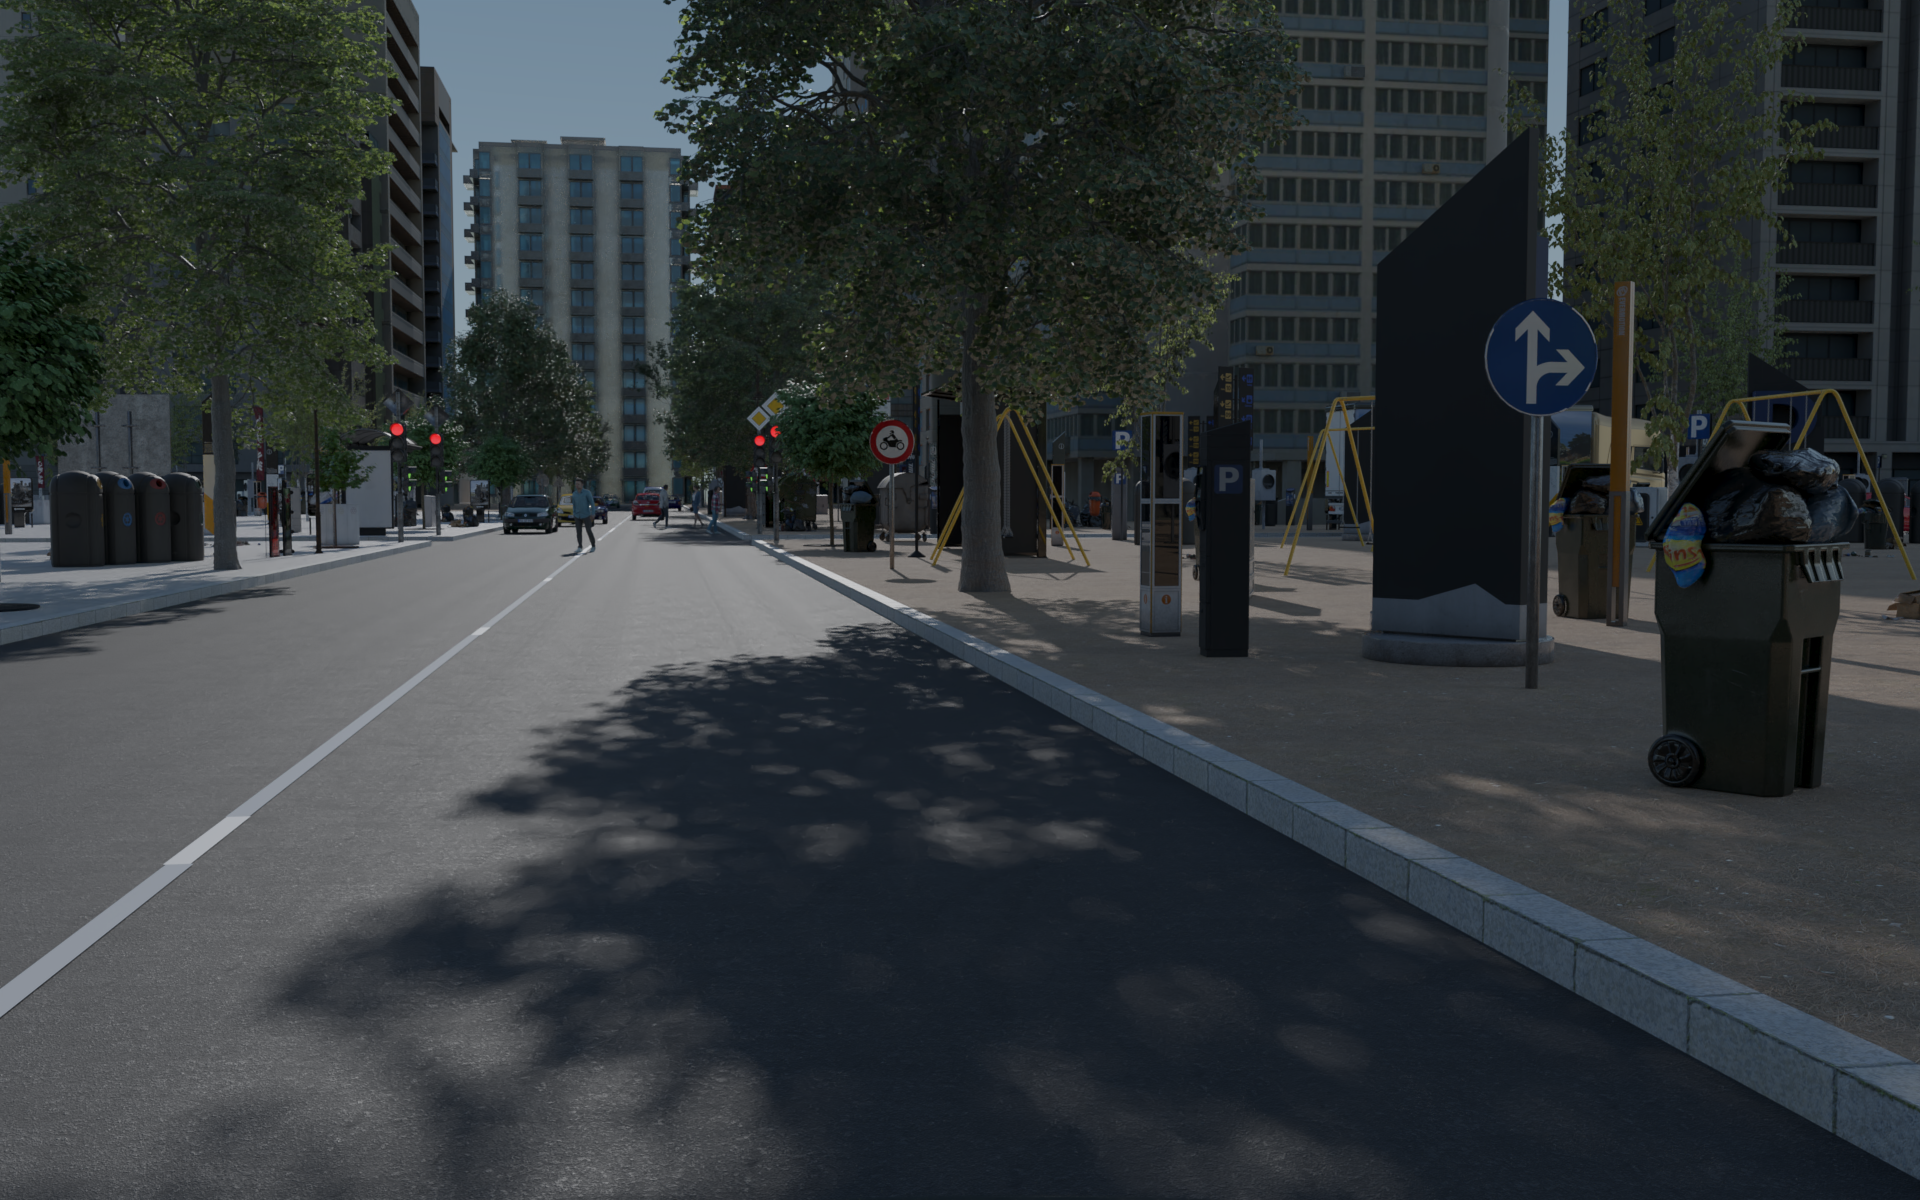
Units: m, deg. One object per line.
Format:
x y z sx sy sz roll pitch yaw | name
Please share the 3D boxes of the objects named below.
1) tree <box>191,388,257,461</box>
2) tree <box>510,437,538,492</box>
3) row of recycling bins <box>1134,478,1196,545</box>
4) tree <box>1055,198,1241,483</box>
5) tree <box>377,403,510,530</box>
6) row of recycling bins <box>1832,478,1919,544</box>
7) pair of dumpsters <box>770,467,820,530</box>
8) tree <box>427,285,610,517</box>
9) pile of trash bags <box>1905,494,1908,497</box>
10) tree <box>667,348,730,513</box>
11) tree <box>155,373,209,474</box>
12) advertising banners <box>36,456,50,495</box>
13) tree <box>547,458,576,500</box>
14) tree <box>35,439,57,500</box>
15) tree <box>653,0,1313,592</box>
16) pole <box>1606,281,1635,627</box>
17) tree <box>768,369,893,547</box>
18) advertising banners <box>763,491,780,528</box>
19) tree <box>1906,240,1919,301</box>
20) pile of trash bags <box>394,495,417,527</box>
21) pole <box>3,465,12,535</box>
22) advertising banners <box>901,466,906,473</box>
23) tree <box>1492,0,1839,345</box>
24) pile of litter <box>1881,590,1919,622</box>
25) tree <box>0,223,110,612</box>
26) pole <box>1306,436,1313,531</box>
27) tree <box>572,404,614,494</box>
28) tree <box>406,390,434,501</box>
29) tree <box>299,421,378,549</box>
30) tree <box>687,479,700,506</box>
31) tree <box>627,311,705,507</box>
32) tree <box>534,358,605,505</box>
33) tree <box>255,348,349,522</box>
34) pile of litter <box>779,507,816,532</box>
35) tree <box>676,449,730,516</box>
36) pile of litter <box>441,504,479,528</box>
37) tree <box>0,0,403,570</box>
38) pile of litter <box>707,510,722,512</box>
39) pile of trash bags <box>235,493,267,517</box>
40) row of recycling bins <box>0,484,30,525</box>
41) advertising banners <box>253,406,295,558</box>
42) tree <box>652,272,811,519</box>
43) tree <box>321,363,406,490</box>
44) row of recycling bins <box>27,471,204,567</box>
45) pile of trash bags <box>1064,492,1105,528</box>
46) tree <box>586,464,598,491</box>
-50.382 -10.326 119.191 4.360 8.622 3.978 0 3 0 | tree
-22.420 -6.186 84.853 4.285 4.588 4.351 0 3 0 | tree
5.990 -2.273 44.272 3.534 1.692 1.069 -2 4 -33 | row of recycling bins
4.278 -5.437 39.262 4.360 8.622 3.978 0 3 0 | tree
-19.384 -4.834 62.748 4.285 4.588 4.351 0 3 0 | tree
23.886 -2.346 45.476 3.534 1.692 1.069 2 4 29 | row of recycling bins
-6.040 -3.731 63.491 1.574 2.255 4.437 -1 4 -10 | pair of dumpsters
-24.949 -10.905 95.305 9.611 12.733 9.660 0 3 0 | tree
36.772 -3.507 67.095 1.912 1.369 3.447 3 5 41 | pile of trash bags
-16.427 -12.333 119.767 7.486 12.596 7.792 0 3 0 | tree
-46.429 -9.326 102.850 4.737 8.622 4.395 0 3 0 | tree
-41.840 -5.121 79.909 0.090 3.025 2.074 1 4 14 | advertising banners
-31.306 -11.295 135.030 4.737 8.622 4.395 0 3 0 | tree
-47.549 -8.749 93.405 4.737 8.622 4.395 0 3 0 | tree
0.328 -7.081 22.435 9.857 13.997 8.962 0 3 0 | tree
6.386 -1.400 16.740 0.158 3.312 0.155 0 3 0 | pole
-3.116 -3.609 42.726 4.285 4.588 4.351 0 3 0 | tree
-6.572 -4.278 66.127 2.074 3.025 0.090 -2 4 -31 | advertising banners
24.274 -5.513 40.494 4.737 8.622 4.395 0 3 0 | tree
-22.471 -3.593 68.493 1.912 1.369 3.447 -1 4 -14 | pile of trash bags
-30.180 -3.731 54.845 0.158 3.312 0.155 0 3 0 | pole
-3.082 -6.974 110.217 0.090 3.025 2.074 3 4 36 | advertising banners
9.110 -4.415 22.546 4.737 8.622 4.395 0 3 0 | tree
10.184 -0.244 17.962 1.719 0.858 1.176 -1 4 -23 | pile of litter
-11.017 -2.167 19.137 4.285 4.588 4.351 0 3 0 | tree
12.304 -4.101 60.889 0.158 3.312 0.155 0 3 0 | pole
-34.365 -13.469 154.634 7.601 10.594 8.767 0 4 -1 | tree
-38.557 -10.480 121.714 4.360 8.622 3.978 0 3 0 | tree
-14.756 -2.831 40.882 1.663 3.219 1.824 0 3 0 | tree
-29.601 -12.200 194.069 1.663 3.219 1.824 0 3 0 | tree
-25.932 -19.095 168.100 12.611 20.169 13.585 0 3 0 | tree
-33.291 -13.786 143.527 7.486 12.596 7.792 0 3 0 | tree
-33.833 -8.476 88.939 4.737 8.622 4.395 0 3 0 | tree
-5.772 -2.791 59.593 1.719 0.858 1.176 3 4 36 | pile of litter
-14.104 -9.335 102.995 4.737 8.622 4.395 0 3 0 | tree
-19.355 -3.261 67.280 1.176 0.858 1.719 2 4 24 | pile of litter
-12.705 -6.764 28.713 7.486 12.596 7.792 0 3 0 | tree
-17.460 -6.725 123.916 1.176 0.858 1.719 -1 4 -19 | pile of litter
-41.282 -5.450 98.853 3.447 1.369 1.912 -3 5 -40 | pile of trash bags
-40.588 -4.021 72.854 1.069 1.692 3.534 1 4 12 | row of recycling bins
-13.968 -2.388 35.237 0.090 3.025 2.074 0 4 -2 | advertising banners
-10.669 -10.431 87.551 9.611 12.733 9.660 0 3 0 | tree
-34.707 -9.050 98.335 4.360 8.622 3.978 0 3 0 | tree
-15.342 -1.517 31.916 1.069 1.692 3.534 1 4 13 | row of recycling bins
4.884 -3.490 66.816 1.912 1.369 3.447 -1 4 -9 | pile of trash bags
-41.814 -14.902 194.005 4.360 8.622 3.978 0 3 0 | tree
